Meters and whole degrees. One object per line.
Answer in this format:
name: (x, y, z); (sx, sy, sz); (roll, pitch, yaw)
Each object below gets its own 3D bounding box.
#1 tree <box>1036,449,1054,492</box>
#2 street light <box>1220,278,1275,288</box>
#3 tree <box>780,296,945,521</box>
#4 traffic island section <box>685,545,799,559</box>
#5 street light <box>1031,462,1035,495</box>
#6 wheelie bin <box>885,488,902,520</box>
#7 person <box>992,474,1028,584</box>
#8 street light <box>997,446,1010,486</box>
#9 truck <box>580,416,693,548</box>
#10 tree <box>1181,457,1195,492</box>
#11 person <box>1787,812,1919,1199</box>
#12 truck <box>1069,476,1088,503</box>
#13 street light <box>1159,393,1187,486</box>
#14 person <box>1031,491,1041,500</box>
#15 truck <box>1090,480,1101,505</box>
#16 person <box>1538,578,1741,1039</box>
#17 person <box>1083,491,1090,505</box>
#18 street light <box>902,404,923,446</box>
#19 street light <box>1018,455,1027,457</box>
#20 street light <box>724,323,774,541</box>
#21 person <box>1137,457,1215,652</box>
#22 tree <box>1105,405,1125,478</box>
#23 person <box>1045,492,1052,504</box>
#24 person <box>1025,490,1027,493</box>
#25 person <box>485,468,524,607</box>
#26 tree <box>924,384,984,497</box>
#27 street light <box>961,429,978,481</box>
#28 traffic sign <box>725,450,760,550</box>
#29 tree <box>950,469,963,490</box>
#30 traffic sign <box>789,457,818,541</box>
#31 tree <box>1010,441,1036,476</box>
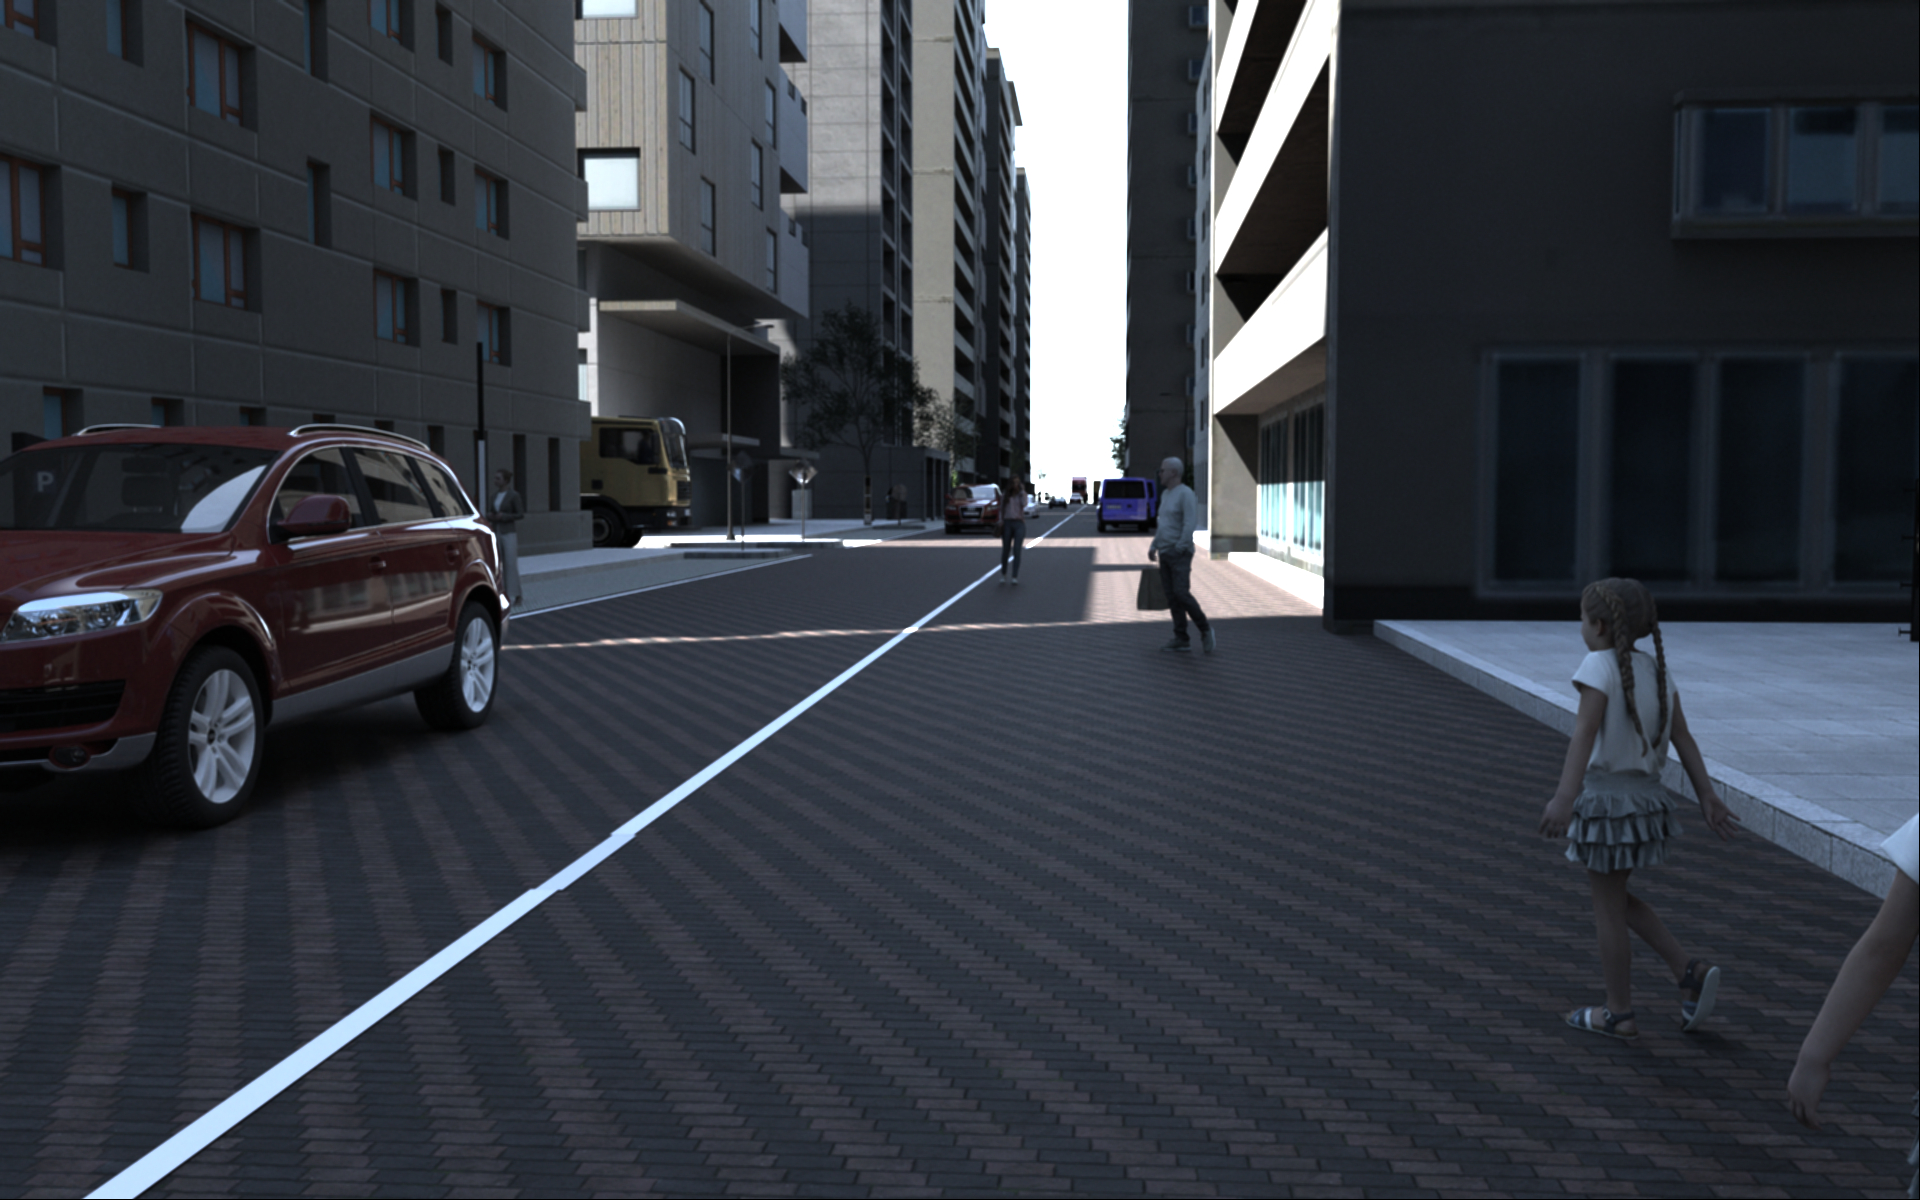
tree: (13.188, -20.252, 281.476); (4.737, 8.622, 4.395); (0, 3, 0)
street light: (6.291, -3.963, 37.334); (1.470, 5.913, 1.316); (0, 4, 5)
tree: (-4.399, -9.009, 81.717); (8.767, 10.594, 7.601); (-3, 5, -39)
traffic island section: (-4.961, -1.047, 39.407); (2.009, 0.180, 2.903); (0, 4, 5)
street light: (10.765, -16.865, 248.275); (1.470, 5.913, 1.316); (0, 4, 5)
wheelie bin: (-3.239, -4.767, 85.841); (0.693, 1.594, 0.980); (3, 4, 36)
person: (0.816, -1.143, 27.779); (0.593, 1.750, 0.643); (0, 4, 8)
street light: (4.089, -11.822, 165.829); (1.470, 5.913, 1.316); (0, 4, 5)
truck: (-10.914, -2.923, 43.721); (9.791, 3.379, 3.469); (0, 4, 3)
tree: (13.029, -6.388, 99.044); (1.663, 3.219, 1.824); (0, 3, 0)
person: (1.362, 0.689, 2.256); (0.505, 1.210, 0.382); (1, 4, 22)
truck: (18.658, -17.238, 270.759); (2.839, 4.237, 11.283); (0, 4, 5)
street light: (9.809, -6.536, 79.408); (1.470, 5.913, 1.316); (0, 4, 5)
person: (8.512, -11.484, 196.405); (1.348, 1.807, 0.705); (-2, 4, -23)
truck: (19.199, -14.548, 233.782); (3.469, 3.379, 9.791); (0, 4, 5)
person: (1.744, 0.550, 4.515); (0.505, 1.210, 0.382); (-3, 4, -36)
person: (16.474, -13.154, 223.581); (1.348, 1.822, 0.705); (3, 4, 36)
street light: (-2.406, -7.138, 89.252); (1.470, 5.913, 1.316); (0, 4, 5)
street light: (7.316, -14.318, 206.637); (1.470, 5.913, 1.316); (0, 4, 5)
street light: (-5.753, -4.573, 47.307); (1.470, 5.913, 1.316); (0, 4, 5)
person: (1.980, -0.424, 15.924); (0.515, 1.767, 0.782); (-1, 4, -22)
tree: (20.586, -17.516, 204.506); (7.486, 12.596, 7.792); (0, 3, 0)
person: (13.056, -14.915, 253.176); (1.217, 1.723, 0.721); (1, 4, 23)
person: (6.710, -10.268, 176.343); (1.348, 1.831, 0.705); (-3, 4, -38)
person: (-5.822, -0.794, 22.024); (0.519, 1.759, 0.362); (2, 4, 25)
tree: (-0.601, -10.152, 116.355); (4.360, 8.622, 3.978); (0, 3, 0)
street light: (0.624, -9.275, 124.193); (1.470, 5.913, 1.316); (0, 4, 5)
traffic sign: (-4.937, -2.184, 39.343); (0.795, 2.450, 0.064); (0, 4, 5)
tree: (-0.457, -7.777, 121.757); (1.663, 3.219, 1.824); (0, 3, 0)
traffic sign: (-4.283, -2.670, 47.302); (0.795, 2.450, 0.064); (0, 4, 5)
tree: (5.285, -15.224, 199.272); (4.737, 8.622, 4.395); (0, 3, 0)
